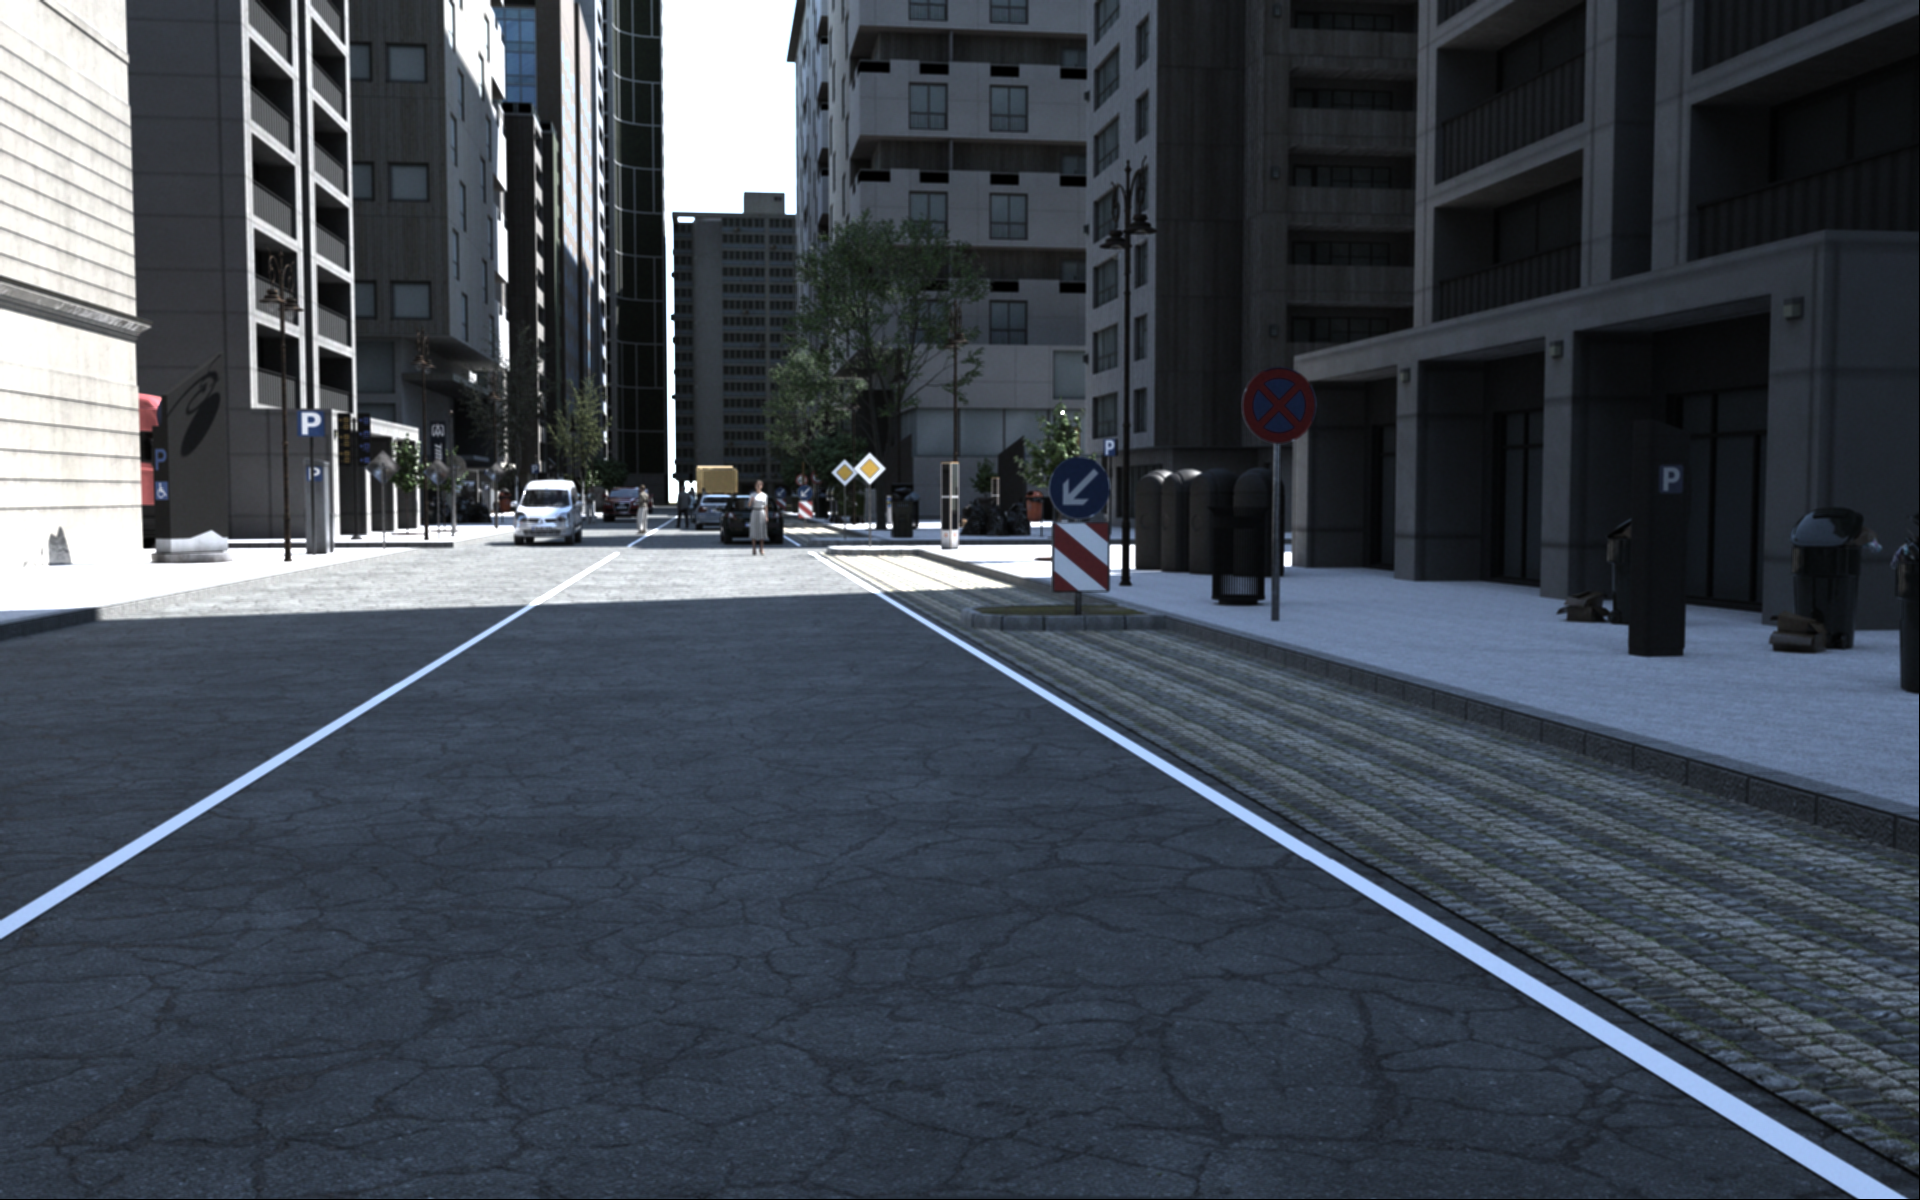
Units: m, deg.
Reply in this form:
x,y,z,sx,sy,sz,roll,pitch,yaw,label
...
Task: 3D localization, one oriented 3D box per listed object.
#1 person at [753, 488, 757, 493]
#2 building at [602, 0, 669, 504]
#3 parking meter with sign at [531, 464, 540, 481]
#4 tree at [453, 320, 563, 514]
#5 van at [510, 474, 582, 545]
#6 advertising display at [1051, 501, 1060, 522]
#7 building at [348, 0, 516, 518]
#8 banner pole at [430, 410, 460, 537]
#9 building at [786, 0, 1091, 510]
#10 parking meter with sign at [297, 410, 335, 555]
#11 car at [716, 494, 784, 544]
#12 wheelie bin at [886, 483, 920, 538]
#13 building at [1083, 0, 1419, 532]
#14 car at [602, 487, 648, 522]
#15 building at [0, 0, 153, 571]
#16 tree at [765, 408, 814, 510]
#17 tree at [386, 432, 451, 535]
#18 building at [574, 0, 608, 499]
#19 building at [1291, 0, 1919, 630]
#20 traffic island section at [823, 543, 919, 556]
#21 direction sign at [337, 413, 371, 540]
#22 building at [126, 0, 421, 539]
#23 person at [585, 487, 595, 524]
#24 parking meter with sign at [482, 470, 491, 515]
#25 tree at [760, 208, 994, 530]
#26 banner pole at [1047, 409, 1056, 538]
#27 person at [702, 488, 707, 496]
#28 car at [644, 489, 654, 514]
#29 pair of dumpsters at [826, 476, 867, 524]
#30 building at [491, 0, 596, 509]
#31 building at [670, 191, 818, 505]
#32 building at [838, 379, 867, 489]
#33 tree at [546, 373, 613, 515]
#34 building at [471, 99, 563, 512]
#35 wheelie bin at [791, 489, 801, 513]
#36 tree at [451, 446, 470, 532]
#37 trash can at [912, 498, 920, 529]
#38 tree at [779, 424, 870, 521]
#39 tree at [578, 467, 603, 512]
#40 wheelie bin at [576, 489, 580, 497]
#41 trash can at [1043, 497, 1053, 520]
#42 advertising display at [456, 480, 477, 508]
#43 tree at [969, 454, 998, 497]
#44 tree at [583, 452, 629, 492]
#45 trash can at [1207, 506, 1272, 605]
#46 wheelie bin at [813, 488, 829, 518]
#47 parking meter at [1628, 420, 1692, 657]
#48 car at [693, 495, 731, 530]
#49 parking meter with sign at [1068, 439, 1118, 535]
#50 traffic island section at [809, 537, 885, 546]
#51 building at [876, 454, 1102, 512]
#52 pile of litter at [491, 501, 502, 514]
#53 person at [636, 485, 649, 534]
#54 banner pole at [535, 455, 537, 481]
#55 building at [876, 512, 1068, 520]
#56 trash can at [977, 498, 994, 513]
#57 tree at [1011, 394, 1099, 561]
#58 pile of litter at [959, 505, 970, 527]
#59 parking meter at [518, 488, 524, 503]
x,y,z,sx,sy,sz,roll,pitch,yaw,label
-9.641,-4.452,82.122,0.563,1.720,0.643,2,4,32,person
-47.317,-47.580,216.188,20.611,71.187,20.563,0,4,-8,building
-24.562,-6.466,101.975,0.543,3.016,1.738,1,4,17,parking meter with sign
-18.826,-7.464,72.401,4.360,8.622,3.978,0,3,0,tree
-11.889,-2.632,50.051,2.013,2.044,4.112,0,4,-8,van
4.455,-4.575,80.019,0.123,1.923,0.974,-1,4,-19,advertising display
-38.784,-30.647,90.318,28.713,52.752,27.495,0,4,-8,building
-15.477,-3.789,51.961,0.863,3.779,0.401,0,4,1,banner pole
-3.399,-36.396,184.306,28.713,52.752,27.495,0,4,-8,building
-13.718,-2.493,37.016,0.543,3.016,1.738,-1,4,-12,parking meter with sign
-6.156,-2.520,50.989,2.009,1.686,4.222,-1,4,-10,car
-1.671,-2.636,51.013,0.980,1.594,0.693,0,4,-5,wheelie bin
12.758,-17.795,62.655,14.107,30.474,14.160,0,4,-8,building
-17.518,-5.022,90.782,2.281,1.827,5.304,0,4,-6,car
-37.086,-15.160,24.284,44.131,29.872,17.030,0,4,-8,building
-13.535,-11.546,139.138,4.737,8.622,4.395,0,3,0,tree
-17.156,-3.641,54.128,1.663,3.219,1.824,0,3,0,tree
-51.648,-39.078,180.925,28.212,58.520,21.231,0,4,-8,building
17.456,-35.578,19.959,20.563,71.187,20.611,0,4,-8,building
-2.130,-1.169,41.399,2.009,0.180,2.903,0,4,-8,traffic island section
-16.949,-3.458,48.535,0.876,3.537,0.379,-1,4,-8,direction sign
-29.581,-37.815,56.520,20.563,71.187,20.611,0,4,-8,building
-17.805,-4.541,83.287,0.519,1.759,0.362,1,4,8,person
-29.749,-6.885,108.834,0.543,3.016,1.738,-2,4,-26,parking meter with sign
-2.734,-8.327,61.902,9.928,11.665,9.643,0,3,0,tree
2.865,-3.672,50.051,0.401,3.779,0.863,-2,4,-34,banner pole
-15.680,-5.968,106.192,0.853,1.813,0.709,-3,4,-39,person
-23.940,-7.361,129.020,2.281,1.827,5.304,-1,4,-9,car
-4.982,-4.515,76.318,1.574,2.255,4.437,-1,4,-8,pair of dumpsters
-40.469,-30.916,155.583,14.600,45.320,14.200,0,4,-8,building
-25.381,-32.628,225.353,23.993,40.220,32.217,0,4,-8,building
-2.762,-22.282,136.012,14.160,30.474,14.107,0,4,-8,building
-23.155,-9.511,105.874,4.737,8.622,4.395,0,3,0,tree
-37.153,-21.757,127.430,14.160,30.474,14.107,0,4,-8,building
-10.920,-6.618,116.108,0.693,1.594,0.980,1,4,17,wheelie bin
-17.437,-3.934,58.918,1.663,3.219,1.824,0,3,0,tree
-1.816,-3.161,63.338,0.748,1.137,0.748,0,3,0,trash can
-5.635,-5.993,81.695,4.285,4.588,4.351,0,3,0,tree
-26.590,-7.915,124.004,1.663,3.219,1.824,0,3,0,tree
-25.350,-6.454,113.426,0.980,1.594,0.693,0,4,-5,wheelie bin
4.362,-4.459,84.565,0.748,1.137,0.748,0,3,0,trash can
-22.825,-4.575,80.009,0.974,1.923,0.123,0,4,4,advertising display
1.155,-5.474,84.104,1.663,3.219,1.824,0,3,0,tree
-29.240,-9.846,144.698,4.285,4.588,4.351,0,3,0,tree
3.239,-0.519,20.132,0.748,1.137,0.748,0,3,0,trash can
-7.390,-5.167,92.388,0.693,1.594,0.980,-3,5,-42,wheelie bin
5.560,-0.492,13.753,0.399,1.863,0.255,-1,4,-16,parking meter
-9.807,-3.552,70.083,2.014,1.417,4.499,0,4,-8,car
4.127,-3.544,54.201,1.738,3.016,0.543,-3,5,-41,parking meter with sign
-3.252,-1.653,49.305,2.009,0.180,2.903,0,4,-8,traffic island section
0.251,-34.721,156.929,28.713,52.752,27.495,0,4,-8,building
-30.939,-6.166,114.775,1.176,0.858,1.719,3,5,43,pile of litter
-11.487,-3.272,62.549,0.362,1.759,0.519,2,4,31,person
-27.311,-7.445,111.736,0.401,3.779,0.863,-1,4,-18,banner pole
6.732,-31.171,98.886,28.713,52.752,27.495,0,4,-8,building
1.056,-3.669,71.646,0.748,1.137,0.748,0,3,0,trash can
2.036,-2.377,33.468,1.663,3.219,1.824,0,3,0,tree
0.102,-3.257,67.222,1.176,0.858,1.719,-1,4,-16,pile of litter
-18.764,-4.022,74.173,0.372,1.533,0.369,0,3,0,parking meter
